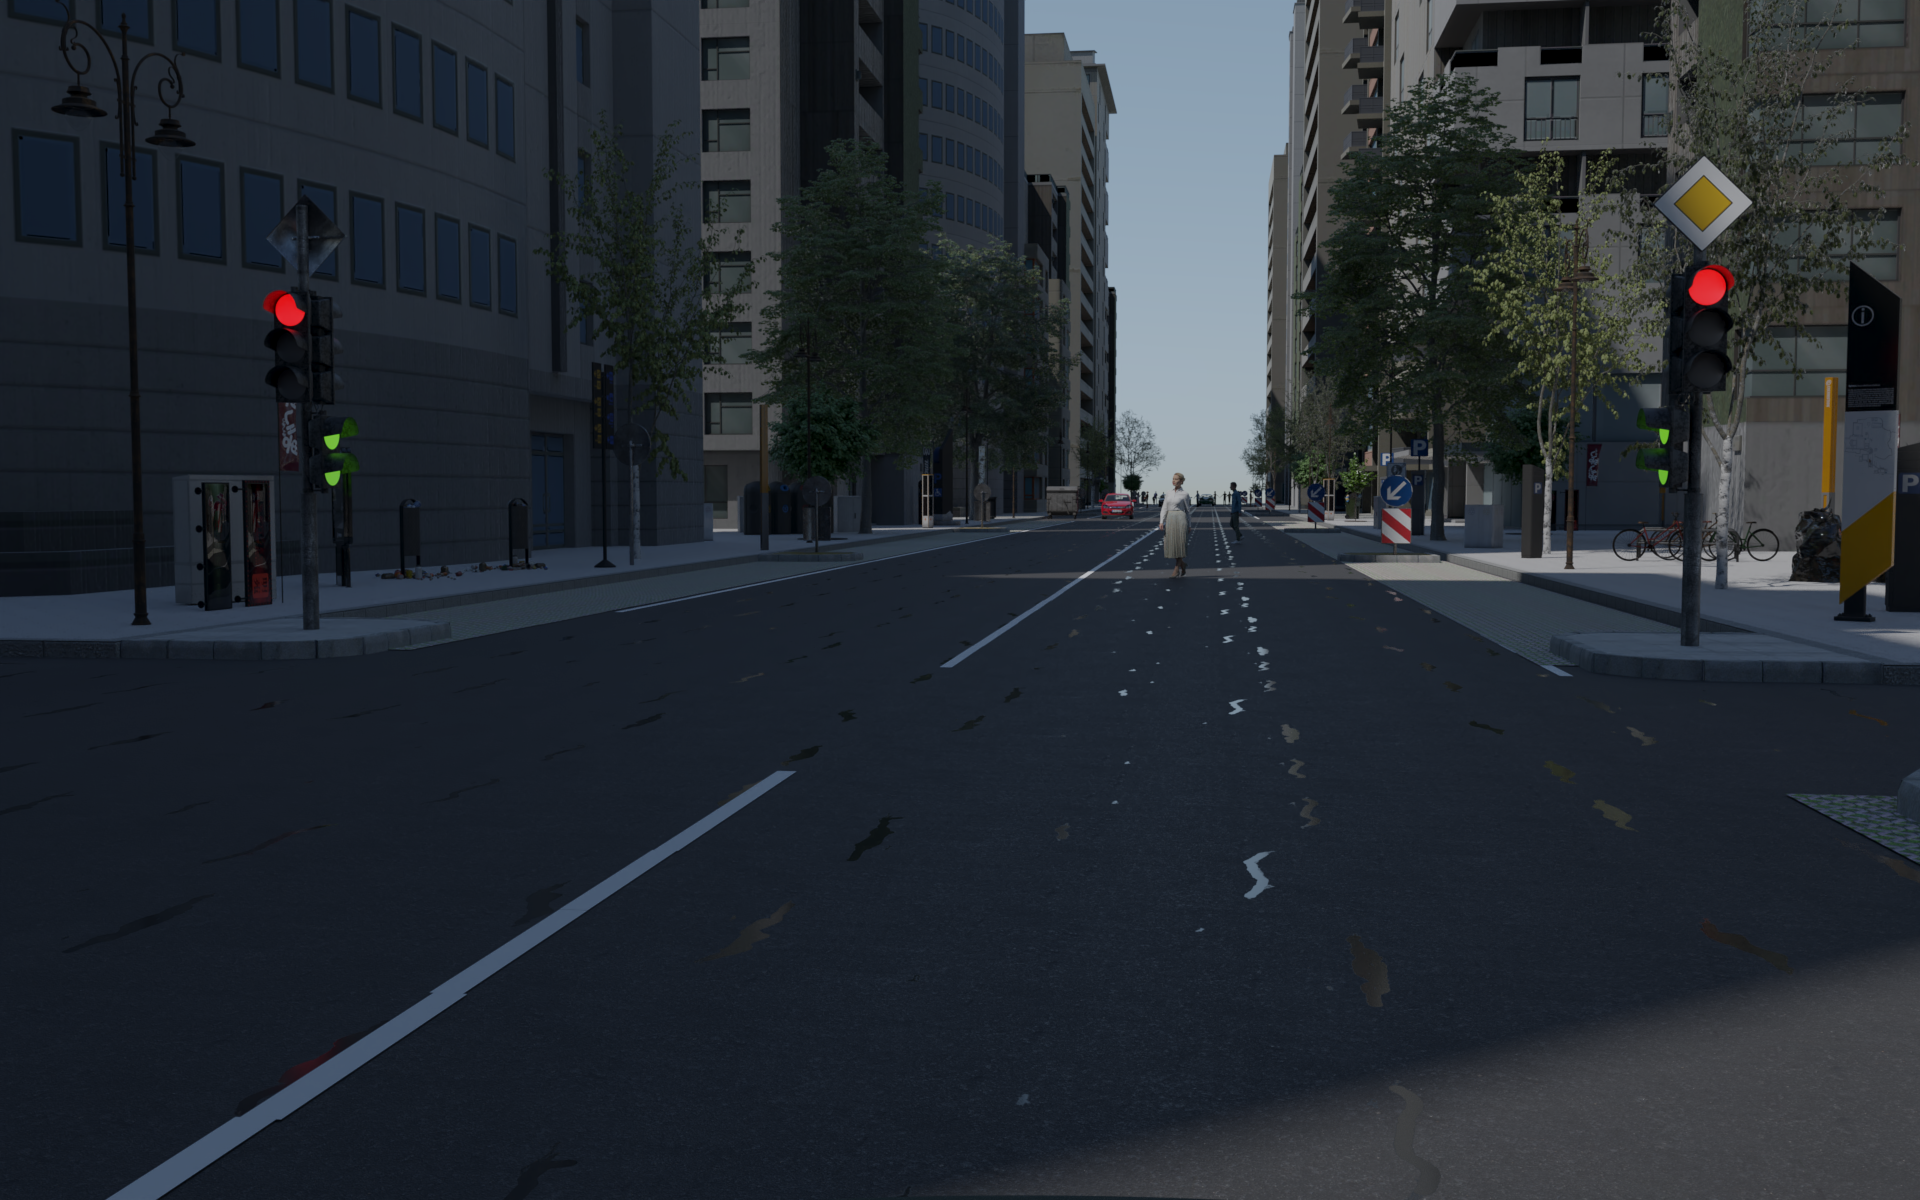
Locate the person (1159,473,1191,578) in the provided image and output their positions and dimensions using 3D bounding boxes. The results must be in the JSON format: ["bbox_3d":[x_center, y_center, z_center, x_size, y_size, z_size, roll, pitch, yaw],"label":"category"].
[{"bbox_3d":[3.738,-1.282,29.690,0.478,1.798,0.641,3,5,42],"label":"person"}]

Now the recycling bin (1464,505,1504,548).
[{"bbox_3d":[12.509,-1.761,41.346,0.722,1.027,0.722,3,4,36],"label":"recycling bin"}]

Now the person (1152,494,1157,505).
[{"bbox_3d":[25.631,-13.221,227.901,0.697,1.427,0.421,1,4,16],"label":"person"}]

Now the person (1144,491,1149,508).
[{"bbox_3d":[19.153,-10.315,177.979,0.721,1.723,1.217,2,4,23],"label":"person"}]

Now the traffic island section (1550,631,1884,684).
[{"bbox_3d":[6.194,0.467,14.647,2.009,0.180,2.903,1,4,8],"label":"traffic island section"}]

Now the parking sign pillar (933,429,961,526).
[{"bbox_3d":[-0.693,-5.041,70.886,1.447,3.967,1.447,1,4,19],"label":"parking sign pillar"}]

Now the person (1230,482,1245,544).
[{"bbox_3d":[7.997,-2.517,49.992,0.444,1.785,0.601,1,4,9],"label":"person"}]

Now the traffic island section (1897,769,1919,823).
[{"bbox_3d":[5.053,0.950,6.744,2.009,0.180,2.903,1,4,8],"label":"traffic island section"}]

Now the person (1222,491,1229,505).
[{"bbox_3d":[34.056,-13.114,222.924,1.348,1.822,0.705,3,4,37],"label":"person"}]

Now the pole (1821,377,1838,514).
[{"bbox_3d":[15.233,-2.234,30.362,0.158,3.312,0.155,0,3,0],"label":"pole"}]

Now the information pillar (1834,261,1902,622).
[{"bbox_3d":[9.097,-1.589,17.331,0.504,3.616,0.183,3,5,43],"label":"information pillar"}]

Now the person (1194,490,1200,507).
[{"bbox_3d":[25.884,-11.037,188.939,0.705,1.826,1.348,2,4,35],"label":"person"}]

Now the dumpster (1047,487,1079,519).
[{"bbox_3d":[5.852,-5.538,98.767,1.865,1.857,1.264,0,4,8],"label":"dumpster"}]

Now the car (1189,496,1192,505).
[{"bbox_3d":[29.116,-13.039,224.993,2.131,1.459,4.920,0,4,8],"label":"car"}]

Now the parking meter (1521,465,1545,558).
[{"bbox_3d":[11.451,-1.768,34.614,0.399,1.863,0.255,-2,4,-29],"label":"parking meter"}]

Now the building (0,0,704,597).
[{"bbox_3d":[-19.262,-29.998,32.463,21.231,58.520,28.212,1,4,8],"label":"building"}]

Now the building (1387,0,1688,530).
[{"bbox_3d":[33.035,-29.524,71.953,28.713,52.752,27.495,1,4,8],"label":"building"}]

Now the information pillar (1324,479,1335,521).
[{"bbox_3d":[17.937,-4.851,83.807,0.304,2.012,0.304,0,4,-1],"label":"information pillar"}]

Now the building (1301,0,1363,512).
[{"bbox_3d":[38.017,-31.247,134.593,21.300,48.544,21.600,1,4,8],"label":"building"}]

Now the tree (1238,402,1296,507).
[{"bbox_3d":[31.865,-14.668,174.241,8.767,10.594,7.601,3,4,39],"label":"tree"}]

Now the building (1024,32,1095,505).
[{"bbox_3d":[3.202,-34.507,187.890,21.300,48.544,21.600,1,4,8],"label":"building"}]

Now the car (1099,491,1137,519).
[{"bbox_3d":[9.072,-5.534,99.524,2.155,1.783,4.494,0,4,6],"label":"car"}]

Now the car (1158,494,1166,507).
[{"bbox_3d":[23.501,-11.449,196.983,2.009,1.686,4.222,1,4,10],"label":"car"}]

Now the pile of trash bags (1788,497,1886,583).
[{"bbox_3d":[13.747,-1.011,26.282,1.912,1.369,3.447,2,4,33],"label":"pile of trash bags"}]

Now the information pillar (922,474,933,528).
[{"bbox_3d":[-1.208,-3.702,65.022,0.304,2.012,0.304,3,5,39],"label":"information pillar"}]

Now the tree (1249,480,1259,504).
[{"bbox_3d":[40.020,-14.742,235.633,1.663,3.219,1.824,0,3,0],"label":"tree"}]

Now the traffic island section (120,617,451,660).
[{"bbox_3d":[-6.168,0.358,16.431,2.009,0.180,2.903,1,4,8],"label":"traffic island section"}]

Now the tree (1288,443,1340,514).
[{"bbox_3d":[22.713,-7.790,111.074,4.285,4.588,4.351,0,3,0],"label":"tree"}]

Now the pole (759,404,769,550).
[{"bbox_3d":[-4.470,-2.793,39.515,0.158,3.312,0.155,0,3,0],"label":"pole"}]

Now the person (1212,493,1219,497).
[{"bbox_3d":[36.219,-14.474,245.824,1.217,1.739,0.721,1,4,20],"label":"person"}]

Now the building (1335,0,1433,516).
[{"bbox_3d":[35.754,-27.813,109.359,22.147,44.769,28.867,1,4,8],"label":"building"}]

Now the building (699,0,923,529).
[{"bbox_3d":[-9.530,-18.179,68.927,14.160,30.474,14.107,1,4,8],"label":"building"}]

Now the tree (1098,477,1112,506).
[{"bbox_3d":[15.728,-12.011,190.988,1.663,3.219,1.824,0,3,0],"label":"tree"}]

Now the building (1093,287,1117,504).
[{"bbox_3d":[13.645,-28.216,233.033,14.160,30.474,14.107,1,4,8],"label":"building"}]

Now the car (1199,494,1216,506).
[{"bbox_3d":[29.772,-12.067,209.098,2.131,1.459,4.920,1,4,10],"label":"car"}]

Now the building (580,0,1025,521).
[{"bbox_3d":[-7.957,-34.507,106.194,21.231,58.520,28.212,1,4,8],"label":"building"}]

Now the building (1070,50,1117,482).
[{"bbox_3d":[4.162,-38.135,212.741,28.713,52.752,27.495,1,4,8],"label":"building"}]

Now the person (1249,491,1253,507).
[{"bbox_3d":[32.023,-11.133,190.528,0.705,1.824,1.348,0,4,-1],"label":"person"}]

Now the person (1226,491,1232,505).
[{"bbox_3d":[36.889,-13.985,237.245,0.705,1.812,1.348,-2,4,-34],"label":"person"}]

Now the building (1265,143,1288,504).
[{"bbox_3d":[52.544,-37.303,233.599,21.300,48.544,21.600,1,4,8],"label":"building"}]

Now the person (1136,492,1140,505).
[{"bbox_3d":[22.554,-12.832,218.976,0.621,1.740,0.551,-1,4,-23],"label":"person"}]

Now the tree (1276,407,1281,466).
[{"bbox_3d":[20.884,-9.238,101.408,4.360,8.622,3.978,0,3,0],"label":"tree"}]

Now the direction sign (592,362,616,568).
[{"bbox_3d":[-6.208,-2.336,30.192,0.379,3.537,0.876,1,4,11],"label":"direction sign"}]

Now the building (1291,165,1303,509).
[{"bbox_3d":[36.874,-23.340,153.314,14.160,30.474,14.107,1,4,8],"label":"building"}]

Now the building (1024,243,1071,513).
[{"bbox_3d":[-6.286,-17.788,135.880,27.650,21.520,28.899,1,4,8],"label":"building"}]

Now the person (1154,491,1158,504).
[{"bbox_3d":[28.133,-14.680,248.390,0.709,1.838,0.599,2,4,28],"label":"person"}]

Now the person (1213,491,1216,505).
[{"bbox_3d":[32.934,-13.174,223.862,0.705,1.831,1.348,0,4,0],"label":"person"}]

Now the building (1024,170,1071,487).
[{"bbox_3d":[2.383,-23.534,156.484,14.160,30.474,14.107,1,4,8],"label":"building"}]

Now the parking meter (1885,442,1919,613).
[{"bbox_3d":[10.288,-0.804,18.851,0.399,1.863,0.255,1,4,20],"label":"parking meter"}]

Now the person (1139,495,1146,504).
[{"bbox_3d":[23.961,-13.323,226.428,1.348,1.812,0.705,2,4,35],"label":"person"}]

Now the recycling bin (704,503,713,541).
[{"bbox_3d":[-7.249,-2.139,47.522,0.722,1.027,0.722,-3,4,-38],"label":"recycling bin"}]

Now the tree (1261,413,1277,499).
[{"bbox_3d":[23.228,-10.342,119.459,4.360,8.622,3.978,0,3,0],"label":"tree"}]

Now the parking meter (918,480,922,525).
[{"bbox_3d":[-1.593,-4.094,72.646,0.255,1.863,0.399,-1,4,-15],"label":"parking meter"}]

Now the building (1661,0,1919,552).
[{"bbox_3d":[25.436,-16.629,43.590,14.160,30.474,14.107,1,4,8],"label":"building"}]

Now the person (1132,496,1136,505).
[{"bbox_3d":[20.474,-11.905,203.818,0.551,1.740,0.621,-3,4,-38],"label":"person"}]

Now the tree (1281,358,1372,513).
[{"bbox_3d":[20.086,-8.730,93.097,4.360,8.622,3.978,0,3,0],"label":"tree"}]

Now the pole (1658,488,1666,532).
[{"bbox_3d":[23.915,-3.982,58.944,0.158,3.312,0.155,0,3,0],"label":"pole"}]

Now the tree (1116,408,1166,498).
[{"bbox_3d":[24.493,-20.692,248.689,12.009,13.543,11.850,0,3,0],"label":"tree"}]

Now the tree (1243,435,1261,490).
[{"bbox_3d":[35.321,-15.339,201.149,4.360,8.622,3.978,0,3,0],"label":"tree"}]

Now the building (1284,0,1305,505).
[{"bbox_3d":[49.876,-40.709,207.598,21.231,58.520,28.212,1,4,8],"label":"building"}]
